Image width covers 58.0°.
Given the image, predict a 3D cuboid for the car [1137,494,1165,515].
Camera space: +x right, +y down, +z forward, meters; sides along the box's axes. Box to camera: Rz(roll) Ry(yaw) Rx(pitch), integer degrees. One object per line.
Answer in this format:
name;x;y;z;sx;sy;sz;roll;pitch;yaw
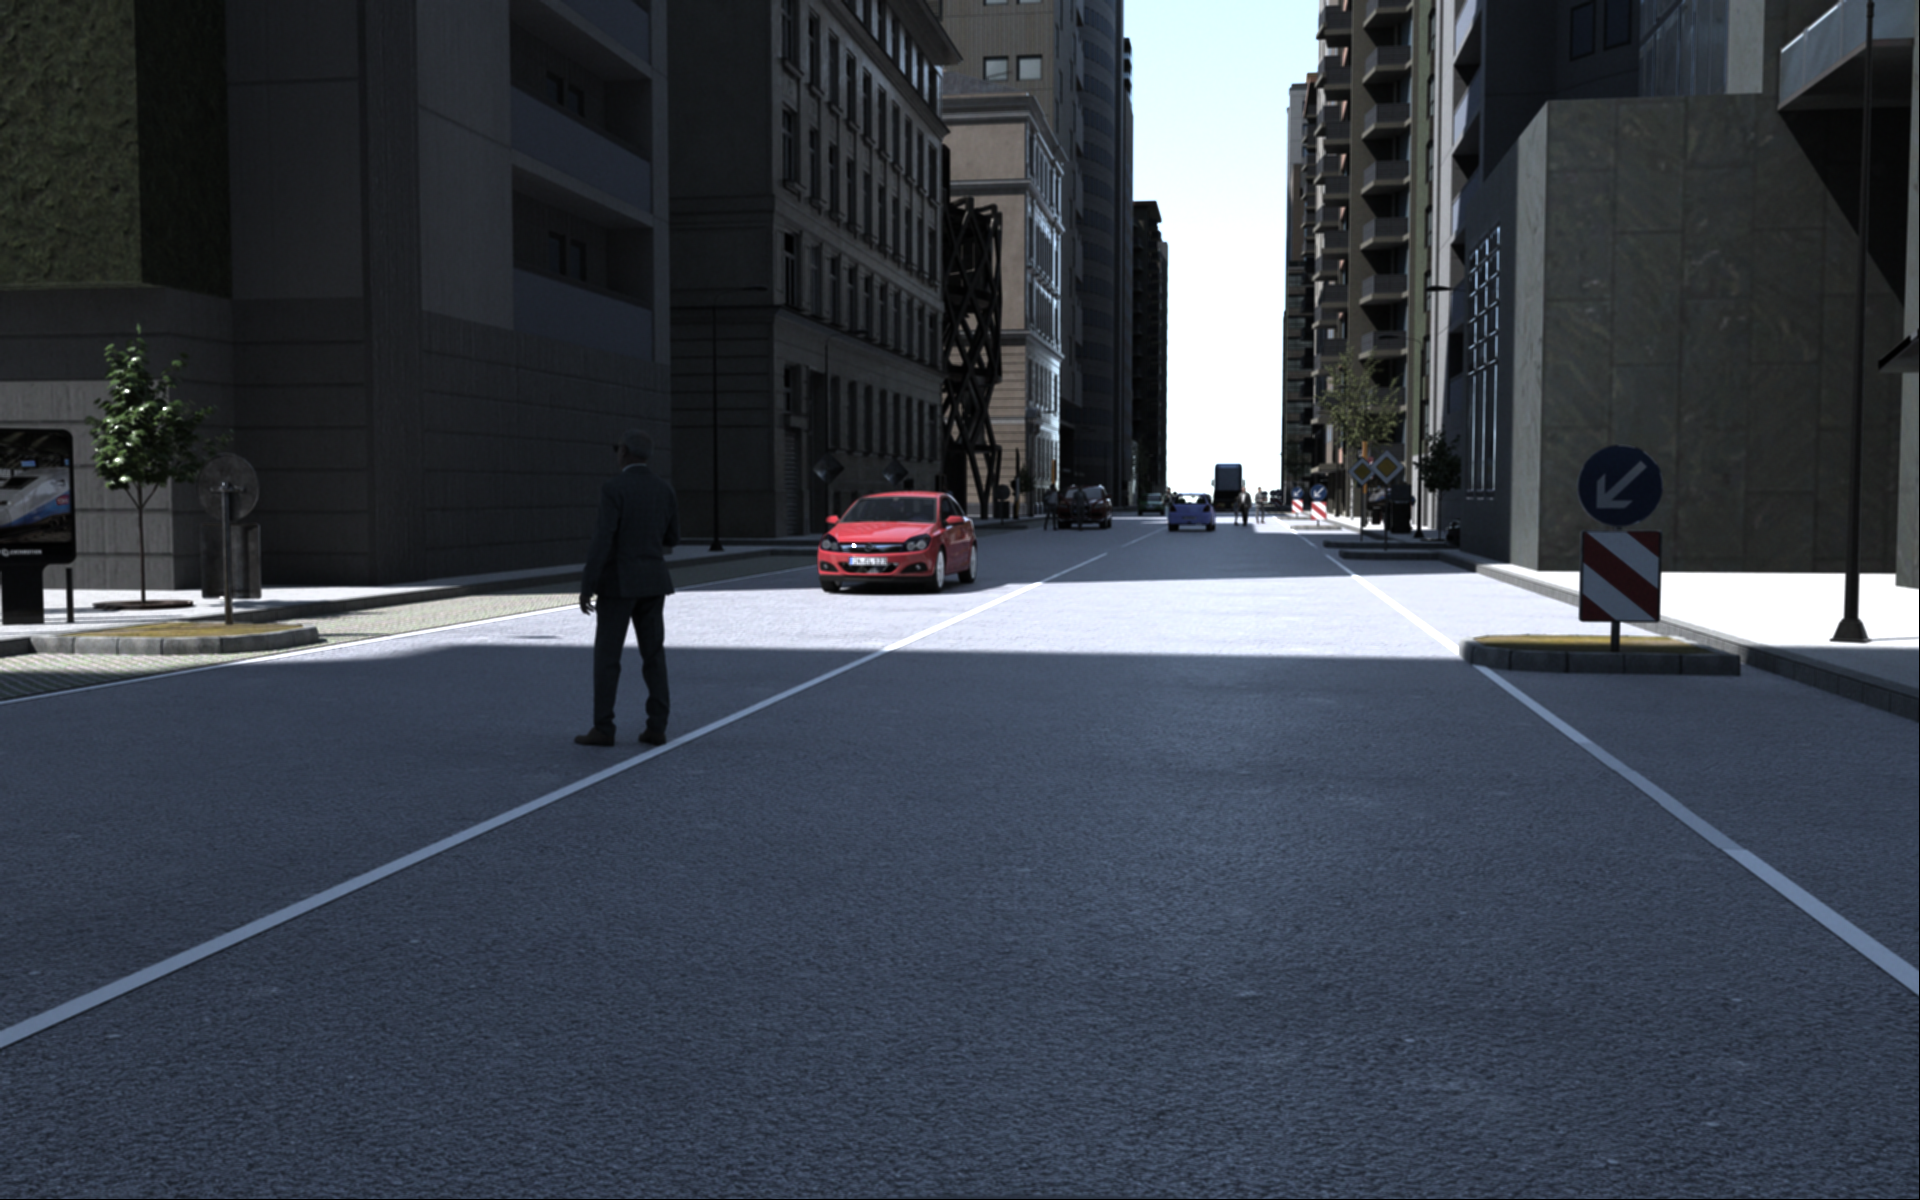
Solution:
car;13.072;-6.691;118.193;1.959;1.807;4.718;0;4;8

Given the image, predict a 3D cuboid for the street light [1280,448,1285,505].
street light;32.974;-12.249;172.804;1.470;5.913;1.316;1;4;9

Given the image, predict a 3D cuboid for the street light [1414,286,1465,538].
street light;11.071;-4.046;38.698;1.470;5.913;1.316;1;4;9

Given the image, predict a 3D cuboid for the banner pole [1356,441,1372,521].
banner pole;19.116;-5.604;81.637;0.863;3.779;0.401;0;3;0

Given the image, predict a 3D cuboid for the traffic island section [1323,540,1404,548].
traffic island section;10.906;-1.510;46.963;2.009;0.180;2.903;1;4;9

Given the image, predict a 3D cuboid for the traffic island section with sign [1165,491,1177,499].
traffic island section with sign;27.477;-13.489;229.164;1.989;1.847;2.006;1;4;9

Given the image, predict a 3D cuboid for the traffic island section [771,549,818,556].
traffic island section;-3.151;-1.155;41.159;2.009;0.180;2.903;1;4;9

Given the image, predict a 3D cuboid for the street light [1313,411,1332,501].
street light;20.673;-7.630;97.290;1.470;5.913;1.316;1;4;9

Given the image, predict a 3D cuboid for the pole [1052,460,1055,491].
pole;5.586;-6.697;103.332;0.158;3.312;0.155;0;3;0

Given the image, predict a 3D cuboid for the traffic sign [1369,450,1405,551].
traffic sign;9.597;-2.163;39.008;0.795;2.450;0.064;1;4;9

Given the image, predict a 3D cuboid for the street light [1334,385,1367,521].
street light;16.746;-6.202;73.943;1.470;5.913;1.316;1;4;9

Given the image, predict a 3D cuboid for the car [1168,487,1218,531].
car;9.155;-3.584;68.190;1.945;1.707;3.694;1;4;11

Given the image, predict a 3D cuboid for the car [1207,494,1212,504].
car;33.456;-13.906;236.397;2.155;1.783;4.494;1;4;9

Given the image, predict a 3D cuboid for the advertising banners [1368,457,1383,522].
advertising banners;19.442;-5.144;80.298;0.090;3.025;2.074;-1;4;-18

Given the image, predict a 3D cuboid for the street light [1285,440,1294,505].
street light;28.989;-10.802;149.155;1.470;5.913;1.316;1;4;9

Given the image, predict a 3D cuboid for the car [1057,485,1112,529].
car;5.261;-3.915;72.680;2.281;1.827;5.304;1;4;8

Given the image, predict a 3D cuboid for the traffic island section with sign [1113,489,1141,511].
traffic island section with sign;14.018;-8.436;146.549;1.989;1.847;2.006;1;4;9

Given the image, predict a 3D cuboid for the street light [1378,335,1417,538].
street light;12.894;-4.773;50.583;1.470;5.913;1.316;1;4;9

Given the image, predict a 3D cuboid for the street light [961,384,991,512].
street light;0.633;-6.175;73.494;1.470;5.913;1.316;1;4;9

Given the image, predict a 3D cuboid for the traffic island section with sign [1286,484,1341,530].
traffic island section with sign;14.268;-3.730;69.609;1.989;1.847;2.006;1;4;9

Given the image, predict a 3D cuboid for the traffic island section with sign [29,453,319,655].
traffic island section with sign;-7.199;-0.467;16.258;1.989;1.847;2.006;1;4;9

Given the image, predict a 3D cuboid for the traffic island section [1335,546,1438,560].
traffic island section;9.622;-1.028;39.082;2.009;0.180;2.903;1;4;9

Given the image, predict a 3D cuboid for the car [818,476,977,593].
car;-0.905;-1.076;26.633;2.155;1.783;4.494;1;4;10

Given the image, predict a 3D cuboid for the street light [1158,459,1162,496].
street light;26.130;-15.751;230.074;1.470;5.913;1.316;1;4;9

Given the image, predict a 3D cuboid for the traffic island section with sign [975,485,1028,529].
traffic island section with sign;1.738;-3.823;71.128;1.989;1.847;2.006;1;4;9

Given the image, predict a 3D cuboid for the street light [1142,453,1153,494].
street light;20.709;-13.652;195.754;1.470;5.913;1.316;1;4;9

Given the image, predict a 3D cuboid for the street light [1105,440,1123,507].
street light;13.052;-10.793;149.003;1.470;5.913;1.316;1;4;9

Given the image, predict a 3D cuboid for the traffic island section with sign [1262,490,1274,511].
traffic island section with sign;26.565;-8.347;145.106;1.989;1.847;2.006;1;4;9

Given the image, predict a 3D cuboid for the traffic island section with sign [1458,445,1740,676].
traffic island section with sign;5.336;-0.374;14.748;1.989;1.847;2.006;1;4;9

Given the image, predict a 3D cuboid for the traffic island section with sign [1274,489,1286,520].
traffic island section with sign;18.606;-5.358;96.224;1.989;1.847;2.006;1;4;9

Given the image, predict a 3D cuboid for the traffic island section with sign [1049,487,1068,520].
traffic island section with sign;6.069;-5.450;97.734;1.989;1.847;2.006;1;4;9

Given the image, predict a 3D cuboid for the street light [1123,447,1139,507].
street light;16.876;-12.222;172.367;1.470;5.913;1.316;1;4;9

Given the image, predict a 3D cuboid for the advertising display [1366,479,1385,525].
advertising display;17.474;-4.127;72.691;0.974;1.923;0.123;-1;4;-19

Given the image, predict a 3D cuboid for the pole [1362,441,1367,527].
pole;15.641;-4.475;67.014;0.158;3.312;0.155;0;3;0

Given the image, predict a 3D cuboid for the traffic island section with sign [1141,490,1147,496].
traffic island section with sign;18.444;-10.100;173.767;1.989;1.847;2.006;1;4;9

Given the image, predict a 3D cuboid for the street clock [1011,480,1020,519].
street clock;2.838;-5.142;88.635;0.358;2.002;0.471;-3;5;-42

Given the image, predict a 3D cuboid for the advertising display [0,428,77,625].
advertising display;-9.253;-0.724;17.044;0.974;1.923;0.123;-2;4;-33

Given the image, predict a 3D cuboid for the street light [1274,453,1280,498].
street light;38.567;-14.395;207.904;1.470;5.913;1.316;1;4;9

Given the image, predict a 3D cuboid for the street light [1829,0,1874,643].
street light;7.228;-2.597;15.009;1.470;5.913;1.316;1;4;9

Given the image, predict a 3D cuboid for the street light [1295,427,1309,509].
street light;25.242;-9.372;125.779;1.470;5.913;1.316;1;4;9

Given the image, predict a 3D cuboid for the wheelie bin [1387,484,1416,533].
wheelie bin;14.370;-2.976;56.570;0.980;1.594;0.693;1;4;12

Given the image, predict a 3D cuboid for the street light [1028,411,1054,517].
street light;4.527;-7.603;96.847;1.470;5.913;1.316;1;4;9

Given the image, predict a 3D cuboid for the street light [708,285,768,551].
street light;-4.958;-4.049;38.749;1.470;5.913;1.316;1;4;9

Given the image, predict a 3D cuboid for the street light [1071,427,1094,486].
street light;8.304;-9.034;120.240;1.470;5.913;1.316;1;4;9

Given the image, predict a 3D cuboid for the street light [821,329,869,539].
street light;-3.248;-4.680;49.057;1.470;5.913;1.316;1;4;9

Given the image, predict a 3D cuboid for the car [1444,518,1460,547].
car;14.152;-2.015;42.734;4.222;1.686;2.009;1;4;9

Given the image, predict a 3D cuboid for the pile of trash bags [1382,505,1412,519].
pile of trash bags;22.186;-4.748;87.379;1.912;1.369;3.447;0;4;-7
